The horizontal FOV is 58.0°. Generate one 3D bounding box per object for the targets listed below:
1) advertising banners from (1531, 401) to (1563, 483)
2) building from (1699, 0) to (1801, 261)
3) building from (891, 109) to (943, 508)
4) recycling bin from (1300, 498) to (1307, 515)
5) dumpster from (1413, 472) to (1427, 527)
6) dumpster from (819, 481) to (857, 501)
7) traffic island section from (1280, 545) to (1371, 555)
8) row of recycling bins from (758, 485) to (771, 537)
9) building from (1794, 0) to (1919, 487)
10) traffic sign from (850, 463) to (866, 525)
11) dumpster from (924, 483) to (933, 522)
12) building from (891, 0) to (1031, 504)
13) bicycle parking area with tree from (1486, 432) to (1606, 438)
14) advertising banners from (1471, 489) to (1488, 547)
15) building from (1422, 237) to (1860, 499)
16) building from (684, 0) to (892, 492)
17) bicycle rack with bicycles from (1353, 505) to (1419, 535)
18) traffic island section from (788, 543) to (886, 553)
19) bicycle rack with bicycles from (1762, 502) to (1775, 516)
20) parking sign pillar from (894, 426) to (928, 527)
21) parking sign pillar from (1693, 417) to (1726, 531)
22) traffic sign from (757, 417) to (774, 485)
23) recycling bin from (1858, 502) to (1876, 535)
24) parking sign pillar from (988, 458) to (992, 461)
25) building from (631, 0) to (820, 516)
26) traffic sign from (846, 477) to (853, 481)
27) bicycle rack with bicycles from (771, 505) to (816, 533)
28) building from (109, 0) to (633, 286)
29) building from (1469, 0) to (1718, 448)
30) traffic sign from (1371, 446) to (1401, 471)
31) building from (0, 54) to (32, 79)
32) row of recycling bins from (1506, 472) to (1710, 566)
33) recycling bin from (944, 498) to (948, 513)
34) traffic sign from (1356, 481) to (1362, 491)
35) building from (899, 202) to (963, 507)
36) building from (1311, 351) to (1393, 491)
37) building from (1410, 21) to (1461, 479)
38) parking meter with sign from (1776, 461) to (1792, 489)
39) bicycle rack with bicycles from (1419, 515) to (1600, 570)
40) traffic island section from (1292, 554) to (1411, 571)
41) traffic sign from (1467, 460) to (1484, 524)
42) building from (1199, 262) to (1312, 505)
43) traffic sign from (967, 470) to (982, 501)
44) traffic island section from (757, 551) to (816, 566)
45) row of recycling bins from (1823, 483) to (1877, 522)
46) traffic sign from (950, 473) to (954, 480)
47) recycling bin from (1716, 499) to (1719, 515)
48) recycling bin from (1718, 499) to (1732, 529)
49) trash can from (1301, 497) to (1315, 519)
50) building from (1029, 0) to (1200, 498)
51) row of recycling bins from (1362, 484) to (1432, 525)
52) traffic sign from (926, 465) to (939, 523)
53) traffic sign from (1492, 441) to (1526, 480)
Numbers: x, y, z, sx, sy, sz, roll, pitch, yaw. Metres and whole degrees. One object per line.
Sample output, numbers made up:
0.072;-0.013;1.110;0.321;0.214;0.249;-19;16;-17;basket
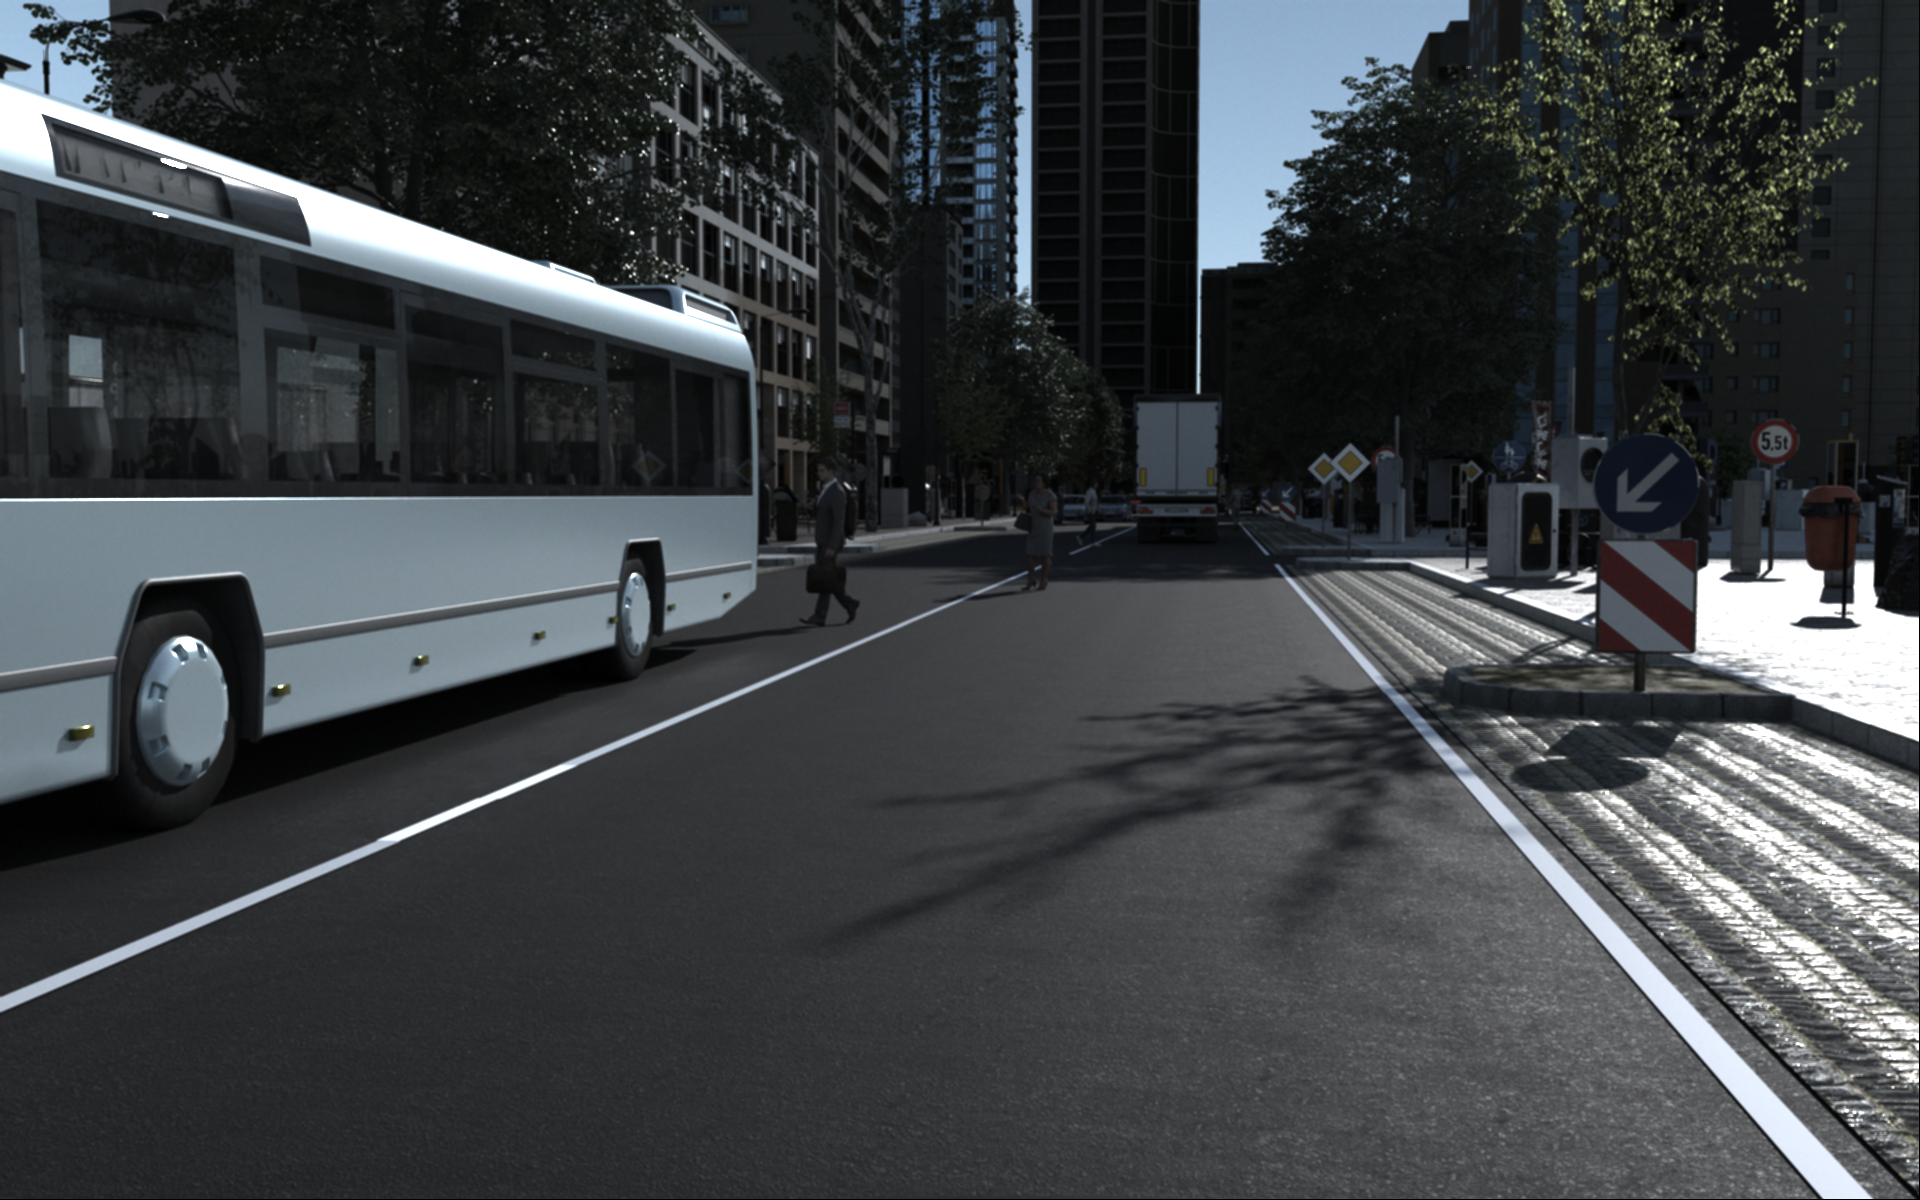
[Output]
11.716;-2.264;33.208;2.074;3.025;0.090;-2;4;-24;advertising banners
69.706;-44.088;159.084;20.611;71.187;20.563;1;4;8;building
-18.554;-28.366;155.668;32.217;40.220;23.993;1;4;8;building
20.918;-5.603;104.163;0.722;1.027;0.722;2;4;30;recycling bin
17.576;-4.000;67.900;1.502;2.255;1.985;1;4;8;dumpster
-4.928;-3.917;69.806;1.264;1.857;1.865;1;4;8;dumpster
8.753;-1.185;41.658;2.009;0.180;2.903;1;4;8;traffic island section
-7.275;-2.671;50.791;3.534;1.692;1.069;-1;4;-23;row of recycling bins
90.284;-43.933;156.563;20.611;71.187;20.563;1;4;8;building
-4.185;-4.317;70.685;0.768;2.556;0.104;1;4;9;traffic sign
-1.983;-4.428;78.149;1.264;1.857;1.865;1;4;8;dumpster
-5.459;-55.887;226.416;31.000;86.520;22.319;1;4;8;building
27.044;-5.715;80.437;8.231;4.147;9.016;1;4;19;bicycle parking area with tree
13.425;-2.787;41.758;2.074;3.025;0.090;0;4;6;advertising banners
54.393;-18.267;143.704;27.650;21.520;28.899;1;4;8;building
-17.643;-31.079;131.848;21.300;48.544;21.600;1;4;8;building
13.640;-2.566;55.333;2.852;0.926;2.925;3;4;37;bicycle rack with bicycles
-3.013;-1.290;43.376;2.009;0.180;2.903;1;4;8;traffic island section
35.535;-3.832;76.041;2.852;0.926;2.925;0;4;6;bicycle rack with bicycles
-1.992;-4.916;68.849;1.447;3.967;1.447;-3;5;-40;parking sign pillar
26.161;-4.424;60.797;1.447;3.967;1.447;3;5;42;parking sign pillar
-6.039;-3.208;46.321;2.265;3.308;0.079;1;4;17;traffic sign
28.412;-2.574;54.641;0.722;1.027;0.722;3;4;38;recycling bin
1.733;-7.604;112.799;1.447;3.967;1.447;1;4;12;parking sign pillar
-21.107;-17.897;97.135;19.350;26.468;34.151;1;4;8;building
-4.758;-4.375;71.542;0.884;2.594;0.081;1;4;9;traffic sign
-6.192;-2.684;57.262;2.852;0.926;2.925;-1;4;-22;bicycle rack with bicycles
-22.253;-17.356;69.679;13.634;28.700;20.117;1;4;8;building
43.969;-28.908;122.758;14.600;45.320;14.200;1;4;8;building
11.307;-2.808;46.022;0.768;2.556;0.104;1;4;18;traffic sign
-58.175;-14.685;73.382;30.059;22.955;16.112;1;4;8;building
11.722;-1.495;31.561;3.534;1.692;1.069;1;4;14;row of recycling bins
-0.630;-6.418;117.482;0.722;1.027;0.722;1;4;21;recycling bin
21.407;-5.645;92.400;0.768;2.556;0.104;1;4;15;traffic sign
-7.090;-24.681;175.230;14.107;30.474;14.160;1;4;8;building
59.622;-23.116;222.987;28.899;21.520;27.650;1;4;8;building
50.647;-31.508;165.259;14.600;45.320;14.200;1;4;8;building
40.679;-5.446;85.296;0.543;3.016;1.738;3;5;43;parking meter with sign
9.935;-0.985;29.482;2.852;0.926;2.925;-1;4;-19;bicycle rack with bicycles
7.599;-0.702;33.757;2.009;0.180;2.903;1;4;8;traffic island section
17.179;-3.489;58.224;0.795;2.450;0.064;1;4;17;traffic sign
37.351;-27.368;219.171;14.107;30.474;14.160;1;4;8;building
0.797;-5.502;89.964;0.884;2.594;0.081;1;4;16;traffic sign
-4.168;-0.807;35.474;2.009;0.180;2.903;1;4;8;traffic island section
33.009;-3.468;63.817;1.069;1.692;3.534;-1;4;-14;row of recycling bins
-0.190;-6.100;99.847;0.768;2.556;0.104;1;4;12;traffic sign
41.833;-5.027;94.739;0.722;1.027;0.722;3;5;44;recycling bin
28.326;-3.107;63.349;0.722;1.027;0.722;3;5;41;recycling bin
18.121;-4.803;90.187;0.748;1.137;0.748;0;3;0;trash can
20.308;-48.040;223.713;20.611;71.187;20.563;1;4;8;building
18.366;-3.986;72.289;1.069;1.692;3.534;-3;5;-42;row of recycling bins
-1.295;-4.653;76.185;0.768;2.556;0.104;1;4;13;traffic sign
13.115;-2.527;41.425;0.768;2.556;0.104;1;4;12;traffic sign
